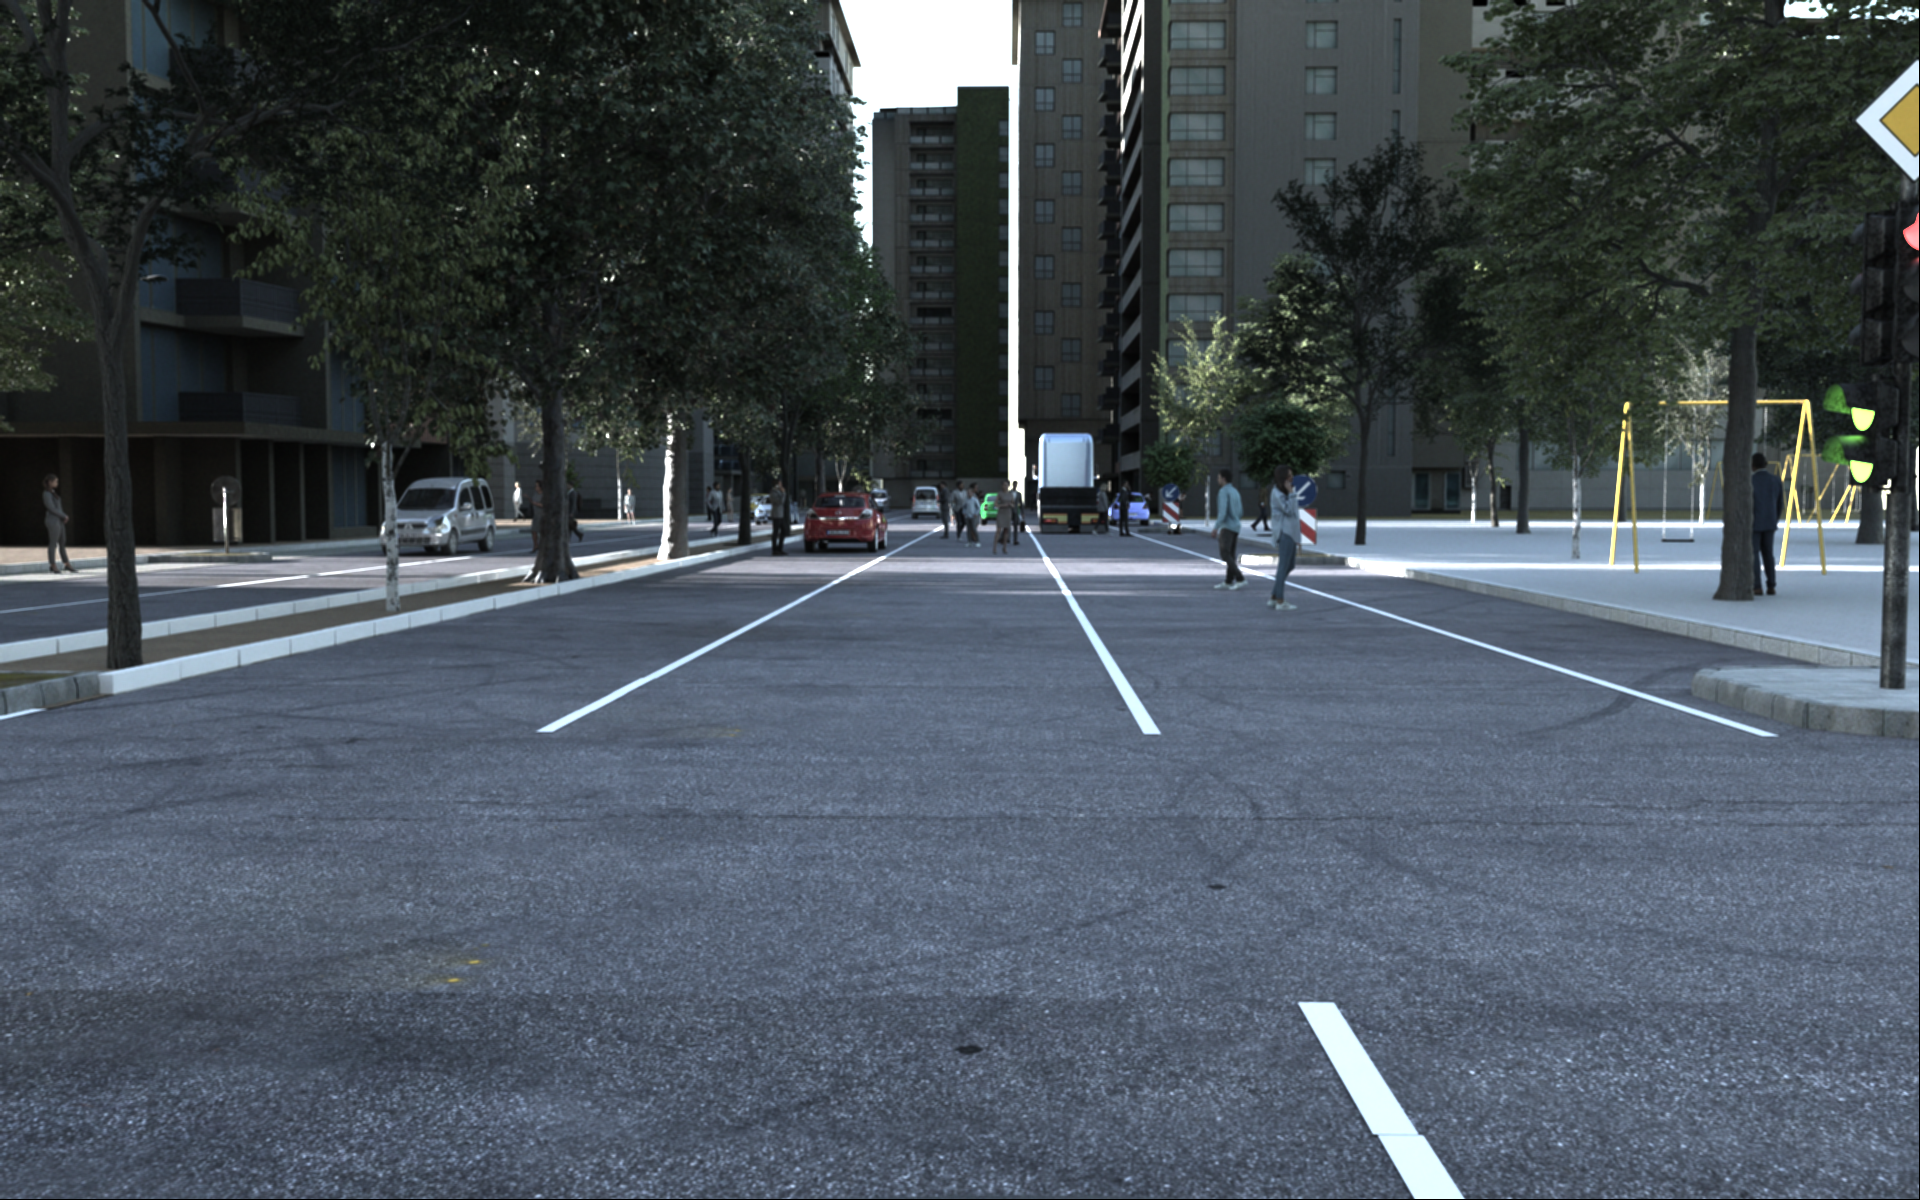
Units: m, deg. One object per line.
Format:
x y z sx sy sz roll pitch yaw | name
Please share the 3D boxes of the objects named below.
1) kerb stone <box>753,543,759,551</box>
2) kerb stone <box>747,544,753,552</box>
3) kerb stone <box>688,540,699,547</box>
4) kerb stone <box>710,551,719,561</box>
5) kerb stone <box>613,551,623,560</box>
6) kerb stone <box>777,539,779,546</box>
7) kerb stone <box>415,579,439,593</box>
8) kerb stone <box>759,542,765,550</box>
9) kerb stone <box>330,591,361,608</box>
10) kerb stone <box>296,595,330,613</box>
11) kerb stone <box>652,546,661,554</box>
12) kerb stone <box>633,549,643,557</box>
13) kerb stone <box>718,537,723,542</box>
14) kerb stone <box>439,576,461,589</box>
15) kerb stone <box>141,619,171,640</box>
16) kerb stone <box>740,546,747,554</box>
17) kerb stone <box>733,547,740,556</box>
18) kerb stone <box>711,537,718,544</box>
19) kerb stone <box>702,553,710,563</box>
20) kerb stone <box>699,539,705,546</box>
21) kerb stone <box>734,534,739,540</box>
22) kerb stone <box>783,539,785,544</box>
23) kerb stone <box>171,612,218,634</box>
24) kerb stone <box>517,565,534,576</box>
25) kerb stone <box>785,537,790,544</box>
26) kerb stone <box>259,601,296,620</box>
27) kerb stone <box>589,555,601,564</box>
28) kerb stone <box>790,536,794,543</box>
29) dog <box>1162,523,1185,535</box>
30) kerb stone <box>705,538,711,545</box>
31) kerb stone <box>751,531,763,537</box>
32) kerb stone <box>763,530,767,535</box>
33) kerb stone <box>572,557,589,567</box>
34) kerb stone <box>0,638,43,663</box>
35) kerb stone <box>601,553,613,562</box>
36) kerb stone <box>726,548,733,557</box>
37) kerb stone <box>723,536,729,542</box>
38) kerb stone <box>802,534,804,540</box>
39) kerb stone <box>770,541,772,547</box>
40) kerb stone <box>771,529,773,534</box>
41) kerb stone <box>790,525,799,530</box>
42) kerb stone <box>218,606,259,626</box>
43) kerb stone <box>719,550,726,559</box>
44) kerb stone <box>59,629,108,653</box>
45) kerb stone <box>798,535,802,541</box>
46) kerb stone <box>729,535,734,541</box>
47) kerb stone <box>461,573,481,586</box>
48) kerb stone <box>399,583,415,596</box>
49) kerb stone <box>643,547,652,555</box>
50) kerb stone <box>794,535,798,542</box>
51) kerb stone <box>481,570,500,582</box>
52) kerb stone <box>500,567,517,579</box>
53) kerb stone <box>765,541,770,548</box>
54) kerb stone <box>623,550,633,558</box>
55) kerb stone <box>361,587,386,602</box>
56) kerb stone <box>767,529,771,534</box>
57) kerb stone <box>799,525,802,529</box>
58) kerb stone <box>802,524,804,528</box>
-5.257 -1.304 43.567 0.120 0.150 1.000 0 4 2 | kerb stone
-5.283 -1.244 42.539 0.120 0.150 1.000 0 4 2 | kerb stone
-7.271 -1.500 46.718 0.120 0.150 1.000 0 4 2 | kerb stone
-5.413 -0.931 37.419 0.120 0.150 1.000 0 4 2 | kerb stone
-7.523 -0.936 37.495 0.120 0.150 1.000 0 4 2 | kerb stone
-5.141 -1.556 47.663 0.120 0.150 1.000 0 4 2 | kerb stone
-7.845 -0.176 25.195 0.120 0.150 1.000 0 4 2 | kerb stone
-5.221 -1.370 44.590 0.120 0.150 1.000 0 4 2 | kerb stone
-7.931 0.004 22.128 0.120 0.150 1.000 0 4 2 | kerb stone
-7.957 0.071 21.101 0.120 0.150 1.000 0 4 2 | kerb stone
-7.405 -1.186 41.592 0.120 0.150 1.000 0 4 2 | kerb stone
-7.461 -1.061 39.546 0.120 0.150 1.000 0 4 2 | kerb stone
-7.160 -1.746 50.813 0.120 0.150 1.000 0 4 2 | kerb stone
-7.821 -0.247 26.234 0.120 0.150 1.000 0 4 2 | kerb stone
-8.063 0.319 16.988 0.120 0.150 1.000 0 4 2 | kerb stone
-5.310 -1.182 41.516 0.120 0.150 1.000 0 4 2 | kerb stone
-5.337 -1.119 40.495 0.120 0.150 1.000 0 4 2 | kerb stone
-7.187 -1.686 49.791 0.120 0.150 1.000 0 4 2 | kerb stone
-5.446 -0.861 36.397 0.120 0.150 1.000 0 4 2 | kerb stone
-7.236 -1.561 47.739 0.120 0.150 1.000 0 4 2 | kerb stone
-7.071 -1.939 53.905 0.120 0.150 1.000 0 4 2 | kerb stone
-5.119 -1.620 48.693 0.120 0.150 1.000 0 4 2 | kerb stone
-8.041 0.255 18.021 0.120 0.150 1.000 0 4 2 | kerb stone
-7.707 -0.494 30.322 0.120 0.150 1.000 0 4 2 | kerb stone
-5.084 -1.683 49.714 0.120 0.150 1.000 0 4 2 | kerb stone
-7.985 0.130 20.071 0.120 0.150 1.000 0 4 2 | kerb stone
-7.569 -0.808 35.445 0.120 0.150 1.000 0 4 2 | kerb stone
-5.061 -1.743 50.736 0.120 0.150 1.000 0 4 2 | kerb stone
7.536 -2.505 61.145 0.748 0.427 0.550 1 4 19 | dog
-7.217 -1.623 48.763 0.120 0.150 1.000 0 4 2 | kerb stone
-6.943 -2.254 59.049 0.120 0.150 1.000 0 4 2 | kerb stone
-6.910 -2.317 60.079 0.120 0.150 1.000 0 4 2 | kerb stone
-7.598 -0.748 34.423 0.120 0.150 1.000 0 4 2 | kerb stone
-8.124 0.444 14.935 0.120 0.150 1.000 0 4 2 | kerb stone
-7.542 -0.873 36.467 0.120 0.150 1.000 0 4 2 | kerb stone
-5.376 -1.051 39.471 0.120 0.150 1.000 0 4 2 | kerb stone
-7.128 -1.814 51.856 0.120 0.150 1.000 0 4 2 | kerb stone
-4.973 -1.934 53.808 0.120 0.150 1.000 0 4 2 | kerb stone
-5.167 -1.494 46.638 0.120 0.150 1.000 0 4 2 | kerb stone
-6.857 -2.443 62.142 0.120 0.150 1.000 0 4 2 | kerb stone
-6.670 -2.881 69.305 0.120 0.150 1.000 0 4 2 | kerb stone
-8.015 0.195 19.048 0.120 0.150 1.000 0 4 2 | kerb stone
-5.389 -0.994 38.448 0.120 0.150 1.000 0 4 2 | kerb stone
-8.091 0.383 15.966 0.120 0.150 1.000 0 4 2 | kerb stone
-4.999 -1.871 52.782 0.120 0.150 1.000 0 4 2 | kerb stone
-7.102 -1.875 52.881 0.120 0.150 1.000 0 4 2 | kerb stone
-7.795 -0.310 27.256 0.120 0.150 1.000 0 4 2 | kerb stone
-7.872 -0.121 24.173 0.120 0.150 1.000 0 4 2 | kerb stone
-7.429 -1.122 40.568 0.120 0.150 1.000 0 4 2 | kerb stone
-5.038 -1.808 51.760 0.120 0.150 1.000 0 4 2 | kerb stone
-7.765 -0.372 28.278 0.120 0.150 1.000 0 4 2 | kerb stone
-7.732 -0.435 29.300 0.120 0.150 1.000 0 4 2 | kerb stone
-5.192 -1.428 45.615 0.120 0.150 1.000 0 4 2 | kerb stone
-7.491 -0.998 38.521 0.120 0.150 1.000 0 4 2 | kerb stone
-7.904 -0.055 23.151 0.120 0.150 1.000 0 4 2 | kerb stone
-6.881 -2.379 61.112 0.120 0.150 1.000 0 4 2 | kerb stone
-6.635 -2.944 70.326 0.120 0.150 1.000 0 4 2 | kerb stone
-6.615 -3.006 71.348 0.120 0.150 1.000 0 4 2 | kerb stone
